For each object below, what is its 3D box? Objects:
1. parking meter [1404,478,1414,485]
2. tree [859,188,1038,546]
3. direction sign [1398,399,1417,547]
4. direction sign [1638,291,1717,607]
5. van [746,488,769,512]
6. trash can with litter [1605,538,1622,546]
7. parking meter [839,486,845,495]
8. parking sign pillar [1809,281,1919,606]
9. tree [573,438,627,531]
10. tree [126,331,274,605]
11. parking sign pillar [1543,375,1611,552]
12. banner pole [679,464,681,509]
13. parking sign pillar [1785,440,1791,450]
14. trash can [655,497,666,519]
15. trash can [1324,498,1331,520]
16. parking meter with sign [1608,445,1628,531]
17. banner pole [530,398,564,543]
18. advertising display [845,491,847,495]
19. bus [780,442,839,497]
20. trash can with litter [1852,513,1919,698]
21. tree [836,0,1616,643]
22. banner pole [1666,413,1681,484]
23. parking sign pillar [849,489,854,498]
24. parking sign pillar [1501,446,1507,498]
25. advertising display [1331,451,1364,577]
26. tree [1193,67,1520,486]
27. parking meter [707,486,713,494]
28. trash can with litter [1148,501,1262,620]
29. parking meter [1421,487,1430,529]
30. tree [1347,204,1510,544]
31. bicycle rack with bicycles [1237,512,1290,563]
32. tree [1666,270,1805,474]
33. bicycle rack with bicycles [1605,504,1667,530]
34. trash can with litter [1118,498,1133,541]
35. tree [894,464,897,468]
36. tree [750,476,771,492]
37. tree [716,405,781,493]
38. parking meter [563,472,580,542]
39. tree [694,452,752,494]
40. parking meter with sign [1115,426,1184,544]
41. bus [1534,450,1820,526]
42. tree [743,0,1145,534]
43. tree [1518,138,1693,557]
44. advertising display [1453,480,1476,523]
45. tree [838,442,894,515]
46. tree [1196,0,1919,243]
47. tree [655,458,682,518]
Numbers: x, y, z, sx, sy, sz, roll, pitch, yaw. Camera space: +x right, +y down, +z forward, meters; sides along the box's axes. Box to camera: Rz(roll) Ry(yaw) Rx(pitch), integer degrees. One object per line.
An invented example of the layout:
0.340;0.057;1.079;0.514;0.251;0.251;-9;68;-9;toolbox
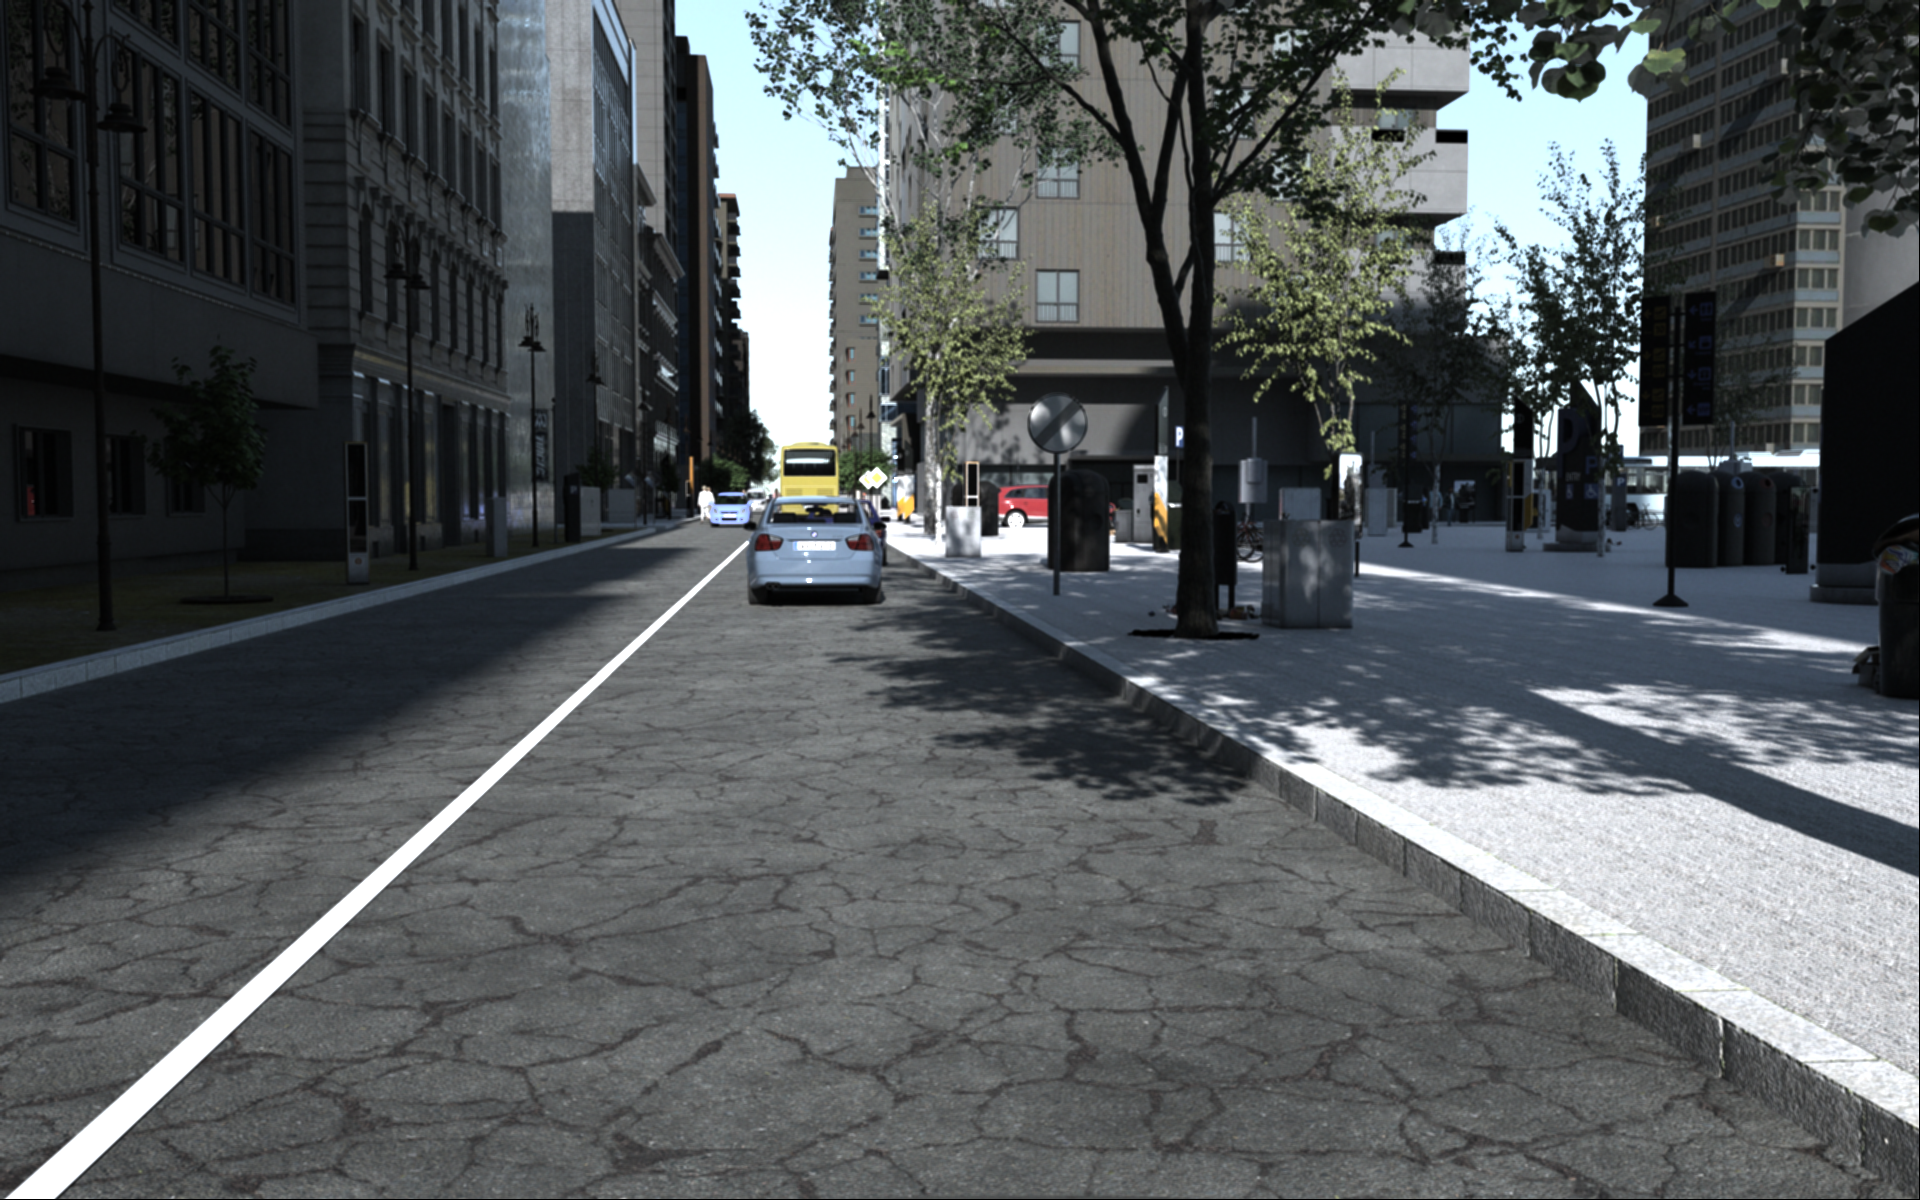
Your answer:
16.454;-3.535;63.501;0.255;1.863;0.399;3;4;37;parking meter
-0.294;-5.650;42.734;4.737;8.622;4.395;0;3;0;tree
10.793;-3.047;41.814;0.379;3.537;0.876;3;5;42;direction sign
8.143;-1.697;19.739;0.379;3.537;0.876;-3;5;-40;direction sign
-14.891;-7.298;126.326;2.013;2.044;4.112;0;4;-4;van
16.325;-2.019;44.074;1.678;1.210;2.233;3;5;44;trash can with litter
-8.549;-7.336;125.647;0.399;1.863;0.255;3;5;43;parking meter
10.874;-1.954;20.419;1.447;3.967;1.447;1;4;22;parking sign pillar
-12.636;-3.995;59.923;1.663;3.219;1.824;0;3;0;tree
-8.712;-1.593;20.651;1.663;3.219;1.824;0;3;0;tree
13.848;-3.076;38.765;1.447;3.967;1.447;0;4;-6;parking sign pillar
-23.602;-9.538;145.957;0.401;3.779;0.863;-1;4;-19;banner pole
41.718;-6.022;86.934;1.447;3.967;1.447;3;4;38;parking sign pillar
-15.734;-4.834;90.693;0.748;1.137;0.748;0;3;0;trash can
12.780;-2.893;58.950;0.748;1.137;0.748;0;3;0;trash can
22.870;-3.908;60.159;0.543;3.016;1.738;1;4;12;parking meter with sign
-10.722;-3.357;44.898;0.863;3.779;0.401;-2;4;-31;banner pole
-9.461;-8.089;137.467;0.974;1.923;0.123;-2;4;-27;advertising display
-6.994;-5.441;80.506;2.896;3.916;12.252;0;4;-5;bus
6.060;0.013;11.180;0.624;1.170;1.055;0;4;7;trash can with litter
1.944;-5.468;15.150;9.928;11.665;9.643;0;3;0;tree
21.847;-3.855;53.051;0.863;3.779;0.401;-3;5;-40;banner pole
-8.817;-9.358;141.469;1.447;3.967;1.447;0;4;-5;parking sign pillar
31.436;-6.898;101.261;1.447;3.967;1.447;2;4;26;parking sign pillar
5.924;-1.303;26.511;0.123;1.923;0.974;2;4;35;advertising display
6.151;-4.820;29.178;4.737;8.622;4.395;0;3;0;tree
-17.261;-6.976;119.773;0.399;1.863;0.255;0;4;-1;parking meter
2.787;-0.452;18.455;1.678;1.210;2.233;-1;4;-10;trash can with litter
16.877;-3.337;62.967;0.372;1.533;0.369;0;3;0;parking meter
12.245;-5.772;44.733;4.360;8.622;3.978;0;3;0;tree
5.859;-1.209;33.154;2.925;0.926;2.852;1;4;15;bicycle rack with bicycles
24.839;-6.495;56.553;4.360;8.622;3.978;0;3;0;tree
24.165;-3.035;63.008;2.925;0.926;2.852;-1;4;-9;bicycle rack with bicycles
4.767;-2.235;47.934;0.624;1.170;1.055;-1;4;-16;trash can with litter
-7.739;-8.912;129.419;4.285;4.588;4.351;0;3;0;tree
-34.803;-21.709;305.298;4.360;8.622;3.978;0;3;0;tree
-27.453;-18.686;222.530;9.611;12.733;9.660;0;3;0;tree
-10.358;-2.476;46.188;0.399;1.863;0.255;-2;4;-34;parking meter
-19.038;-9.196;134.073;4.285;4.588;4.351;0;3;0;tree
4.872;-2.974;44.889;1.738;3.016;0.543;2;4;30;parking meter with sign
29.731;-4.709;71.858;13.247;3.499;2.948;0;4;-6;bus
0.507;-12.168;54.838;12.611;20.169;13.585;0;3;0;tree
12.890;-5.187;35.167;4.737;8.622;4.395;0;3;0;tree
22.301;-4.367;76.615;0.974;1.923;0.123;1;4;12;advertising display
-7.008;-7.943;113.587;4.285;4.588;4.351;0;3;0;tree
3.559;-5.961;4.126;9.857;13.997;8.962;0;3;0;tree
-15.404;-5.981;92.391;1.663;3.219;1.824;0;3;0;tree
